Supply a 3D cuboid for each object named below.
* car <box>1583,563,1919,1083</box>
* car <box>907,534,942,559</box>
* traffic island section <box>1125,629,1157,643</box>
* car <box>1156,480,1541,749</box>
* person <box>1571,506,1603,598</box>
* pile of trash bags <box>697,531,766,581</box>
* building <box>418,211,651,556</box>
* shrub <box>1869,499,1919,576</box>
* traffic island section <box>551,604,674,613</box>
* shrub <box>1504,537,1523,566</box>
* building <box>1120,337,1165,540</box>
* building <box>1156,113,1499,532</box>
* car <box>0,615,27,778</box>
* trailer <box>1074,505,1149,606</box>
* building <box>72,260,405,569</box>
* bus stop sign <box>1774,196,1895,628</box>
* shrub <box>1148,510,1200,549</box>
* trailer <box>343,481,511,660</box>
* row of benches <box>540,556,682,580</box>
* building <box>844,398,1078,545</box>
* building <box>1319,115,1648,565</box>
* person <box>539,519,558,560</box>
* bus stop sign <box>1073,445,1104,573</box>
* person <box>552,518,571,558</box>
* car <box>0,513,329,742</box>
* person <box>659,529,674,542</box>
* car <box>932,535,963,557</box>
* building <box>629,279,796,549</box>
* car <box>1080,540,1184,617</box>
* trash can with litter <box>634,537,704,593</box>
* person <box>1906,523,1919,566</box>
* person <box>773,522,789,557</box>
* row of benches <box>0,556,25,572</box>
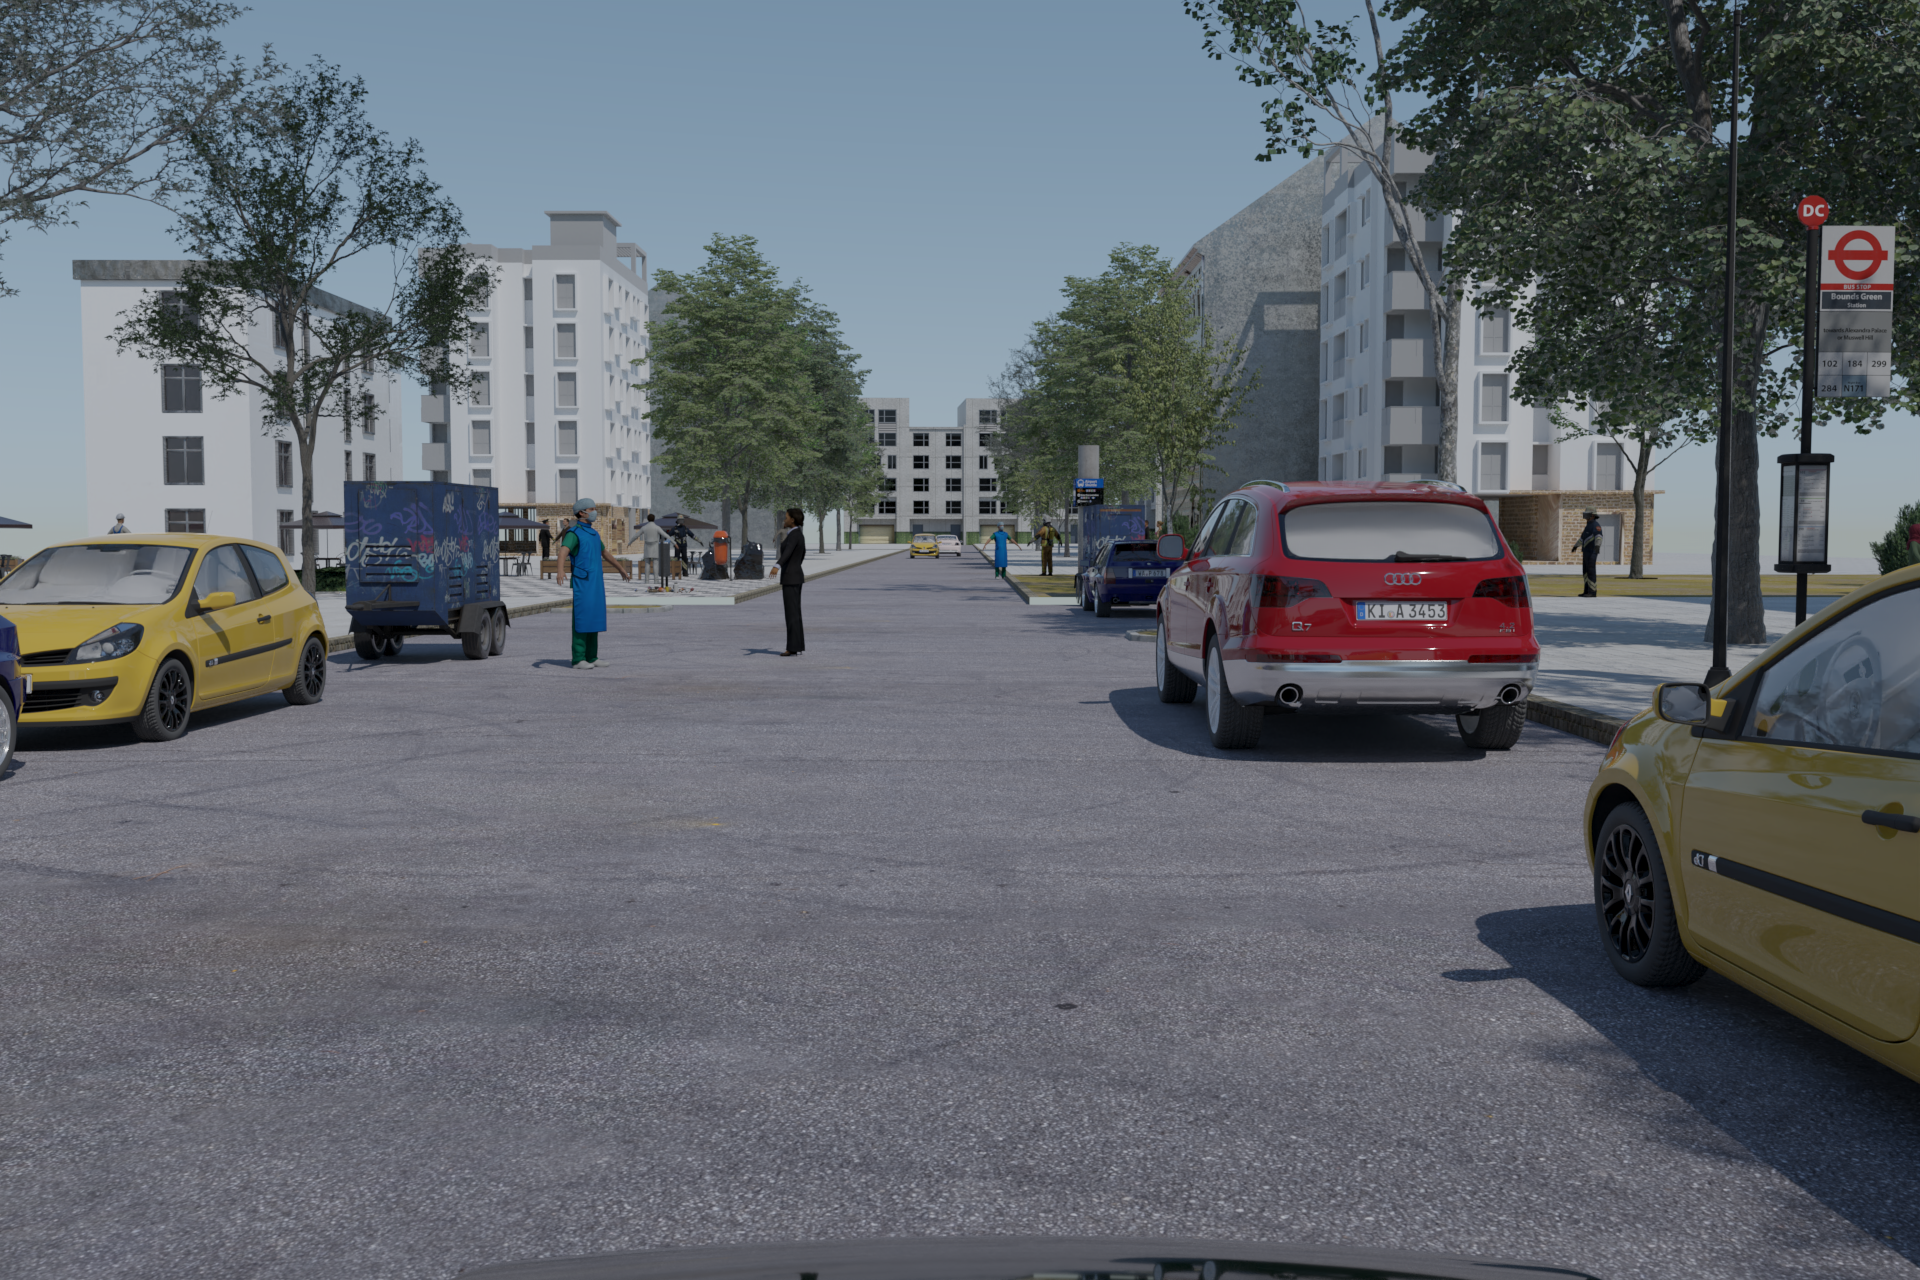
[{"bbox_3d":[2.976,0.359,4.352,2.015,1.641,3.980,0,4,-1],"label":"car"},{"bbox_3d":[-2.066,-5.606,101.881,2.015,1.641,3.980,0,4,0],"label":"car"},{"bbox_3d":[3.287,-0.050,23.678,1.991,0.108,1.994,0,4,1],"label":"traffic island section"},{"bbox_3d":[2.698,-0.269,13.078,2.281,1.827,5.304,0,4,0],"label":"car"},{"bbox_3d":[12.724,-1.785,35.057,0.704,1.845,1.351,0,4,0],"label":"person"},{"bbox_3d":[-6.496,-2.386,48.767,1.912,1.369,3.447,0,4,0],"label":"pile of trash bags"},{"bbox_3d":[-25.659,-15.065,102.733,16.016,20.090,11.380,0,3,0],"label":"building"},{"bbox_3d":[20.222,-1.972,36.660,1.690,2.028,1.600,0,3,0],"label":"shrub"},{"bbox_3d":[-6.412,-0.575,32.273,1.991,0.108,1.994,0,4,0],"label":"traffic island section"},{"bbox_3d":[14.598,-2.154,46.337,1.383,1.207,1.383,0,3,0],"label":"shrub"},{"bbox_3d":[24.508,-17.843,158.189,16.747,18.905,31.486,0,3,0],"label":"building"},{"bbox_3d":[21.977,-16.432,99.584,19.493,23.208,18.063,0,4,0],"label":"building"},{"bbox_3d":[-6.377,0.246,8.562,1.945,1.354,3.894,0,3,0],"label":"car"},{"bbox_3d":[3.074,-1.747,35.607,1.471,1.999,3.904,0,4,-1],"label":"trailer"},{"bbox_3d":[-26.529,-7.648,67.190,9.099,9.664,28.070,0,4,-1],"label":"building"},{"bbox_3d":[6.944,-1.533,13.766,0.855,3.939,0.416,0,3,0],"label":"bus stop sign"},{"bbox_3d":[6.289,-2.826,50.632,1.690,2.028,1.600,0,3,0],"label":"shrub"},{"bbox_3d":[-6.126,-0.752,19.340,1.471,1.999,3.904,0,3,0],"label":"trailer"},{"bbox_3d":[-9.744,-2.035,48.729,4.104,0.672,1.422,1,4,9],"label":"row of benches"},{"bbox_3d":[0.206,-22.195,231.806,31.486,18.905,16.747,0,4,-4],"label":"building"},{"bbox_3d":[22.862,-13.941,84.348,16.016,20.090,11.380,0,4,0],"label":"building"},{"bbox_3d":[-15.007,-3.482,62.867,0.705,1.837,1.347,-3,5,-40],"label":"person"},{"bbox_3d":[3.822,-3.825,51.551,0.837,3.901,0.837,0,4,0],"label":"bus stop sign"},{"bbox_3d":[-13.182,-3.167,57.924,1.346,1.812,0.704,3,5,43],"label":"person"},{"bbox_3d":[-6.278,-0.181,13.185,2.015,1.641,3.980,0,4,0],"label":"car"},{"bbox_3d":[-11.439,-3.713,66.854,1.345,1.843,0.704,-1,4,-9],"label":"person"},{"bbox_3d":[-0.867,-6.041,111.137,2.083,1.381,4.827,0,4,-1],"label":"car"},{"bbox_3d":[-25.087,-20.016,158.191,19.493,23.208,18.063,0,4,1],"label":"building"},{"bbox_3d":[3.166,-1.135,31.139,1.945,1.354,3.894,0,4,-1],"label":"car"},{"bbox_3d":[-6.427,-1.692,38.721,1.678,1.210,2.233,0,4,1],"label":"trash can with litter"},{"bbox_3d":[14.042,-0.986,25.335,0.599,1.438,0.989,2,4,25],"label":"person"},{"bbox_3d":[-7.445,-4.124,73.553,1.348,1.813,0.705,-3,5,-43],"label":"person"},{"bbox_3d":[-26.849,-2.186,51.197,4.104,0.672,1.422,-1,4,-12],"label":"row of benches"}]
